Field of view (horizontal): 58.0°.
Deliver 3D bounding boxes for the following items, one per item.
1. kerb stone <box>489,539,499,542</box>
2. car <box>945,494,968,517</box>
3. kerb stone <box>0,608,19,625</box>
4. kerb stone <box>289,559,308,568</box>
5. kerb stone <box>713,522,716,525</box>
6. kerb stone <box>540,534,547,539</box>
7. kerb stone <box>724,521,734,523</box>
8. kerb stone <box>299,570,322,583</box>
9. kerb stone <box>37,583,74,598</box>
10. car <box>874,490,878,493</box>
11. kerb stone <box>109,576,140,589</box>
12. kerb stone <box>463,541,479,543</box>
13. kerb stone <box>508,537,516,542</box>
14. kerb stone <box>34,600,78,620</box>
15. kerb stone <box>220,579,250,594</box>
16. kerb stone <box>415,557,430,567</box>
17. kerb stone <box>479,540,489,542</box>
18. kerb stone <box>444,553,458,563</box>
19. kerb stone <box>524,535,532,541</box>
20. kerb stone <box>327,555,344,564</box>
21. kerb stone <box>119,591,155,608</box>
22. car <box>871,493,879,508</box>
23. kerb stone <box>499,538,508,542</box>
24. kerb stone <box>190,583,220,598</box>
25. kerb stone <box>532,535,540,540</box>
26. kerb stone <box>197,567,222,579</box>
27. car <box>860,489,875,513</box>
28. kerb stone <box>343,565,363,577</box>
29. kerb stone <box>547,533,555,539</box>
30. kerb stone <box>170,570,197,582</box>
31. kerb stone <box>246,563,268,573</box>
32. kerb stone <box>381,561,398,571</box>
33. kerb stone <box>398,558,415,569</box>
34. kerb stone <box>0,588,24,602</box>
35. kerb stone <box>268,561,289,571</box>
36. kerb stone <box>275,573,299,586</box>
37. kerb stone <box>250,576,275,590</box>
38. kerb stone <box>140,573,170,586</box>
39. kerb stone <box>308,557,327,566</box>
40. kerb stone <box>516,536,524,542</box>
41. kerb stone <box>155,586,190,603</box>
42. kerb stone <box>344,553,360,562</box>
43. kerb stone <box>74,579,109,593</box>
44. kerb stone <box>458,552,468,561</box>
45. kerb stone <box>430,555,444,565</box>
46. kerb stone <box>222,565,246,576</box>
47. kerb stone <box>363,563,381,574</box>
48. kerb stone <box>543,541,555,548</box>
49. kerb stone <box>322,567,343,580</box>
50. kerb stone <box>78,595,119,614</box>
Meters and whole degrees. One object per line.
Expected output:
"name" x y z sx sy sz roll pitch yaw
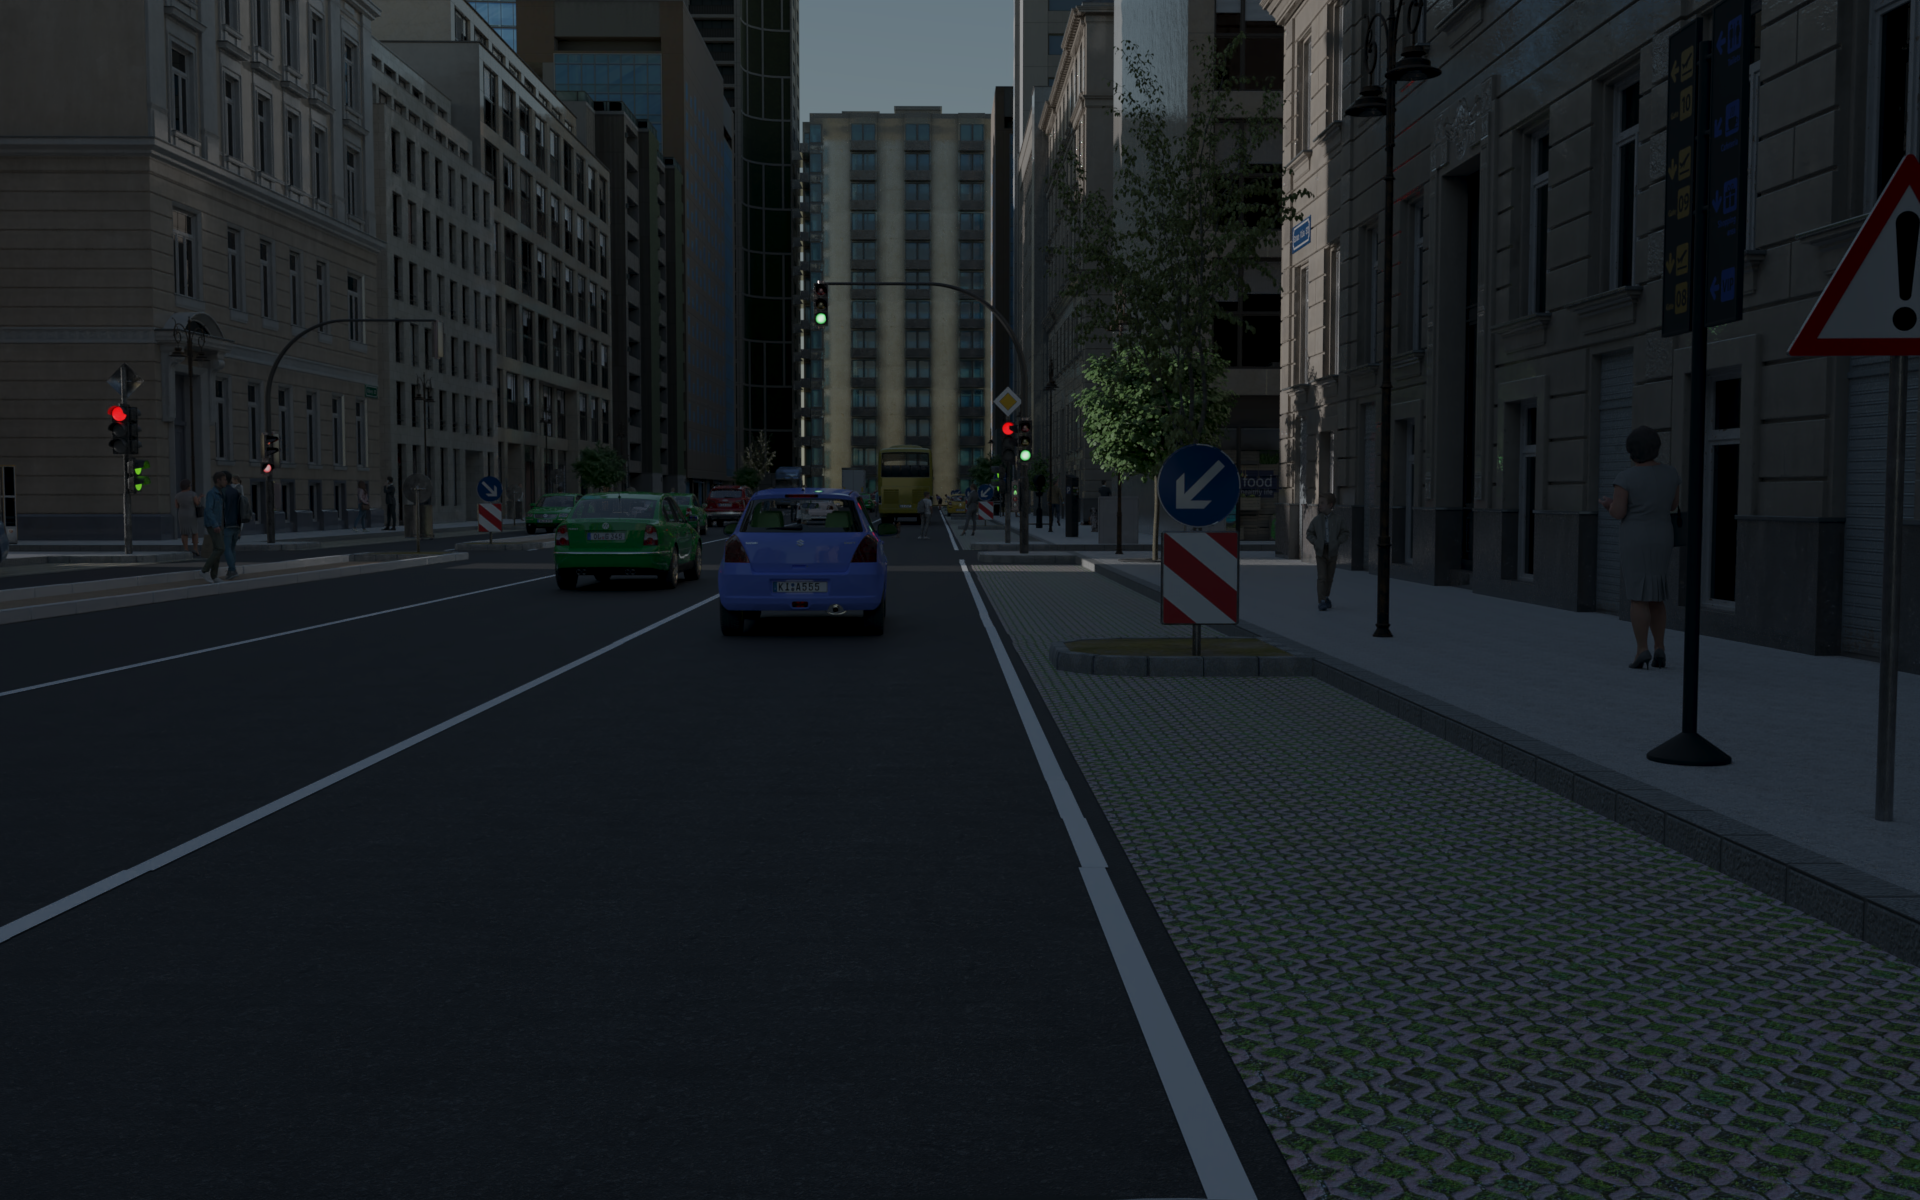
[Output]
"kerb stone" -13.123 -1.597 48.301 0.120 0.150 1.000 0 4 -1
"car" 0.034 -6.126 110.382 2.015 1.641 3.980 0 4 0
"kerb stone" -10.572 0.189 19.108 0.120 0.150 1.000 0 4 -1
"kerb stone" -12.893 -0.690 33.489 0.120 0.150 1.000 0 4 -1
"kerb stone" -11.552 -3.667 82.153 0.120 0.150 1.000 0 4 -1
"kerb stone" -13.224 -1.966 54.458 0.120 0.150 1.000 0 4 -1
"kerb stone" -11.629 -3.977 87.287 0.120 0.150 1.000 0 4 -1
"kerb stone" -10.712 -0.375 28.331 0.120 0.150 1.000 0 4 -1
"kerb stone" -12.756 -0.126 24.264 0.120 0.150 1.000 0 4 -1
"car" -7.872 -10.082 173.517 2.281 1.827 5.304 0 4 -1
"kerb stone" -12.790 -0.250 26.316 0.120 0.150 1.000 0 4 -1
"kerb stone" -13.095 -1.471 46.245 0.120 0.150 1.000 0 4 -1
"kerb stone" -13.160 -1.722 50.351 0.120 0.150 1.000 0 4 -1
"kerb stone" -10.593 0.126 20.139 0.120 0.150 1.000 0 4 -1
"kerb stone" -10.661 -0.188 25.265 0.120 0.150 1.000 0 4 -1
"kerb stone" -10.816 -0.751 34.480 0.120 0.150 1.000 0 4 -1
"kerb stone" -13.124 -1.534 47.276 0.120 0.150 1.000 0 4 -1
"kerb stone" -10.848 -0.877 36.537 0.120 0.150 1.000 0 4 -1
"kerb stone" -13.190 -1.848 52.407 0.120 0.150 1.000 0 4 -1
"kerb stone" -12.932 -0.817 35.546 0.120 0.150 1.000 0 4 -1
"kerb stone" -10.631 0.006 22.190 0.120 0.150 1.000 0 4 -1
"car" -7.419 -8.687 151.075 2.155 1.783 4.494 0 4 -1
"kerb stone" -13.144 -1.659 49.329 0.120 0.150 1.000 0 4 -1
"kerb stone" -10.653 -0.124 24.236 0.120 0.150 1.000 0 4 -1
"kerb stone" -13.207 -1.911 53.435 0.120 0.150 1.000 0 4 -1
"kerb stone" -12.834 -0.436 29.396 0.120 0.150 1.000 0 4 -1
"car" -7.561 -7.689 134.507 1.959 1.807 4.718 0 4 0
"kerb stone" -10.751 -0.501 30.390 0.120 0.150 1.000 0 4 -1
"kerb stone" -13.233 -2.033 55.480 0.120 0.150 1.000 0 4 -1
"kerb stone" -12.820 -0.378 28.368 0.120 0.150 1.000 0 4 -1
"kerb stone" -12.856 -0.560 31.445 0.120 0.150 1.000 0 4 -1
"kerb stone" -10.780 -0.624 32.436 0.120 0.150 1.000 0 4 -1
"kerb stone" -10.796 -0.689 33.457 0.120 0.150 1.000 0 4 -1
"kerb stone" -12.741 -0.064 23.242 0.120 0.150 1.000 0 4 -1
"kerb stone" -12.876 -0.621 32.467 0.120 0.150 1.000 0 4 -1
"kerb stone" -10.701 -0.312 27.309 0.120 0.150 1.000 0 4 -1
"kerb stone" -10.680 -0.250 26.287 0.120 0.150 1.000 0 4 -1
"kerb stone" -12.802 -0.314 27.346 0.120 0.150 1.000 0 4 -1
"kerb stone" -12.913 -0.754 34.523 0.120 0.150 1.000 0 4 -1
"kerb stone" -13.175 -1.785 51.385 0.120 0.150 1.000 0 4 -1
"kerb stone" -10.636 -0.059 23.212 0.120 0.150 1.000 0 4 -1
"kerb stone" -12.948 -0.878 36.568 0.120 0.150 1.000 0 4 -1
"kerb stone" -12.763 -0.186 25.286 0.120 0.150 1.000 0 4 -1
"kerb stone" -10.857 -0.940 37.564 0.120 0.150 1.000 0 4 -1
"kerb stone" -10.832 -0.815 35.514 0.120 0.150 1.000 0 4 -1
"kerb stone" -12.854 -0.503 30.423 0.120 0.150 1.000 0 4 -1
"kerb stone" -10.762 -0.564 31.414 0.120 0.150 1.000 0 4 -1
"kerb stone" -10.997 -1.468 46.280 0.120 0.150 1.000 0 4 -1
"kerb stone" -10.730 -0.438 29.353 0.120 0.150 1.000 0 4 -1
"kerb stone" -10.605 0.063 21.161 0.120 0.150 1.000 0 4 -1
